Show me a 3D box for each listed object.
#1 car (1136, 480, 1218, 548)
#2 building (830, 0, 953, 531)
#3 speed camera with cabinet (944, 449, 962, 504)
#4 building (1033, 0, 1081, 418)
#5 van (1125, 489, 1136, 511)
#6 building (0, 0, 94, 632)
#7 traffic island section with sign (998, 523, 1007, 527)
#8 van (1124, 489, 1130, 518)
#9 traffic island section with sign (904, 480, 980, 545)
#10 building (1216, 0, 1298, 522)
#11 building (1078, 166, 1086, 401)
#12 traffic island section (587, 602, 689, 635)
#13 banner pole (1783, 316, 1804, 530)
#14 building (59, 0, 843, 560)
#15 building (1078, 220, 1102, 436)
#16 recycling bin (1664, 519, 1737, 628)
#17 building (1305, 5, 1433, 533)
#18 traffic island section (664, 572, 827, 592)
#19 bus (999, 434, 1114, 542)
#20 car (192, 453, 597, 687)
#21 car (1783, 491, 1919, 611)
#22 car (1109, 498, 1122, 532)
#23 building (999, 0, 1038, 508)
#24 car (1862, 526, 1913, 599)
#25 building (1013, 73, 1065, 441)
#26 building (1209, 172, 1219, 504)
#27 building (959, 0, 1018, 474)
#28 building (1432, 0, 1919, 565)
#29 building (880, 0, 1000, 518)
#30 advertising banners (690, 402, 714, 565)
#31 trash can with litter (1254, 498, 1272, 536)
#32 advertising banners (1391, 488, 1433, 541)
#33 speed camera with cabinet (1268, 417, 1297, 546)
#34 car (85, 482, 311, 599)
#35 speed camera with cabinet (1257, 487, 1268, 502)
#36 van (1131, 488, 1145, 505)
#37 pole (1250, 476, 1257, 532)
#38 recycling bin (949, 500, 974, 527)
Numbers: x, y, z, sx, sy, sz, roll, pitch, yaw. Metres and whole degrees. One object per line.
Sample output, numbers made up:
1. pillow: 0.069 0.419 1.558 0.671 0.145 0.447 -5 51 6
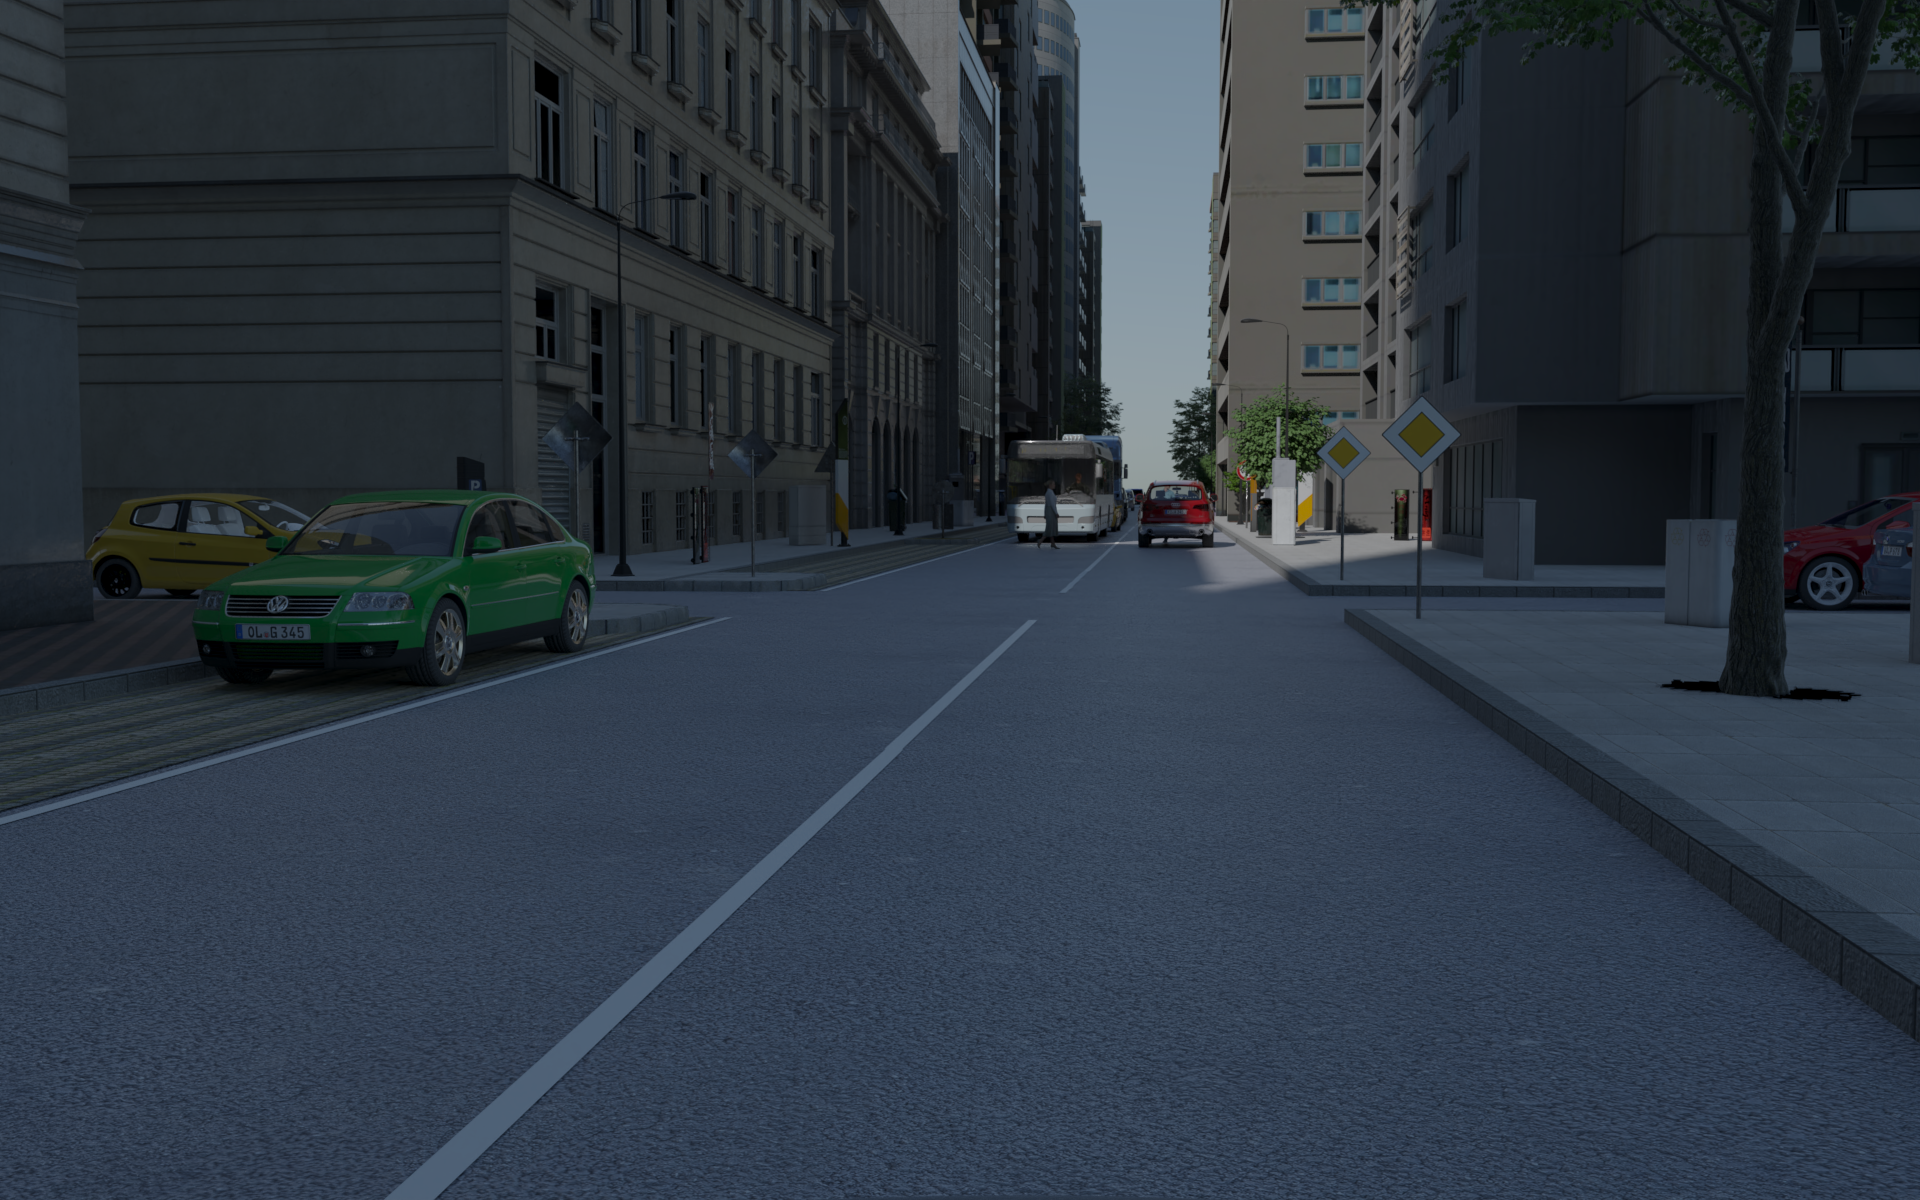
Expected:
1. car: 5.976 -2.393 47.797 2.281 1.827 5.304 0 4 8
2. building: -8.364 -14.007 70.810 13.314 21.916 24.055 0 4 7
3. speed camera with cabinet: -0.336 -5.020 76.415 0.660 3.252 2.038 0 4 -7
4. building: 2.599 -40.324 201.288 21.231 58.520 28.212 0 4 7
5. van: 14.116 -8.655 148.526 2.013 2.044 4.112 0 4 7
6. building: -18.193 -10.042 13.338 18.267 20.994 9.793 0 4 7
7. traffic island section with sign: 2.764 -4.141 76.335 1.989 1.847 2.006 0 4 7
8. van: 9.289 -5.968 104.590 2.013 2.044 4.112 0 4 7
9. traffic island section with sign: -0.476 -2.504 49.574 1.989 1.847 2.006 0 4 7
10. building: 24.187 -28.373 87.601 21.300 48.544 21.600 0 4 7
11. building: 5.261 -37.379 230.748 23.786 49.044 30.456 0 4 7
12. traffic island section: -4.187 0.206 18.916 2.009 0.180 2.903 0 4 7
13. banner pole: 11.774 -2.120 24.681 0.401 3.779 0.863 0 4 -5
14. building: -13.163 -12.897 44.154 16.112 22.955 30.059 0 4 7
15. building: 13.354 -34.789 252.402 14.154 41.232 14.086 0 4 7
16. recycling bin: 7.428 -0.269 16.951 0.722 1.027 0.722 -1 4 -19
17. building: 23.051 -37.892 57.785 20.563 71.187 20.611 0 4 7
18. traffic island section: -3.227 -0.279 26.843 2.009 0.180 2.903 0 4 7
19. bus: 3.334 -3.689 55.180 2.948 3.499 13.247 0 4 7
20. car: -4.480 -0.338 14.327 1.959 1.807 4.718 0 4 7
21. car: 12.036 -0.784 21.862 4.494 1.783 2.155 0 4 7
22. car: 5.278 -3.460 66.795 2.015 1.641 3.980 1 4 9
23. building: -7.659 -33.992 145.015 28.713 52.752 27.495 0 4 7
24. car: 12.689 -0.457 19.468 4.499 1.417 2.014 0 4 6
25. building: 2.543 -29.446 165.039 14.154 41.232 14.086 0 4 7
26. building: 39.150 -32.908 221.638 14.154 41.232 14.086 0 4 7
27. building: -7.747 -28.276 116.937 22.147 44.769 28.867 0 4 7
28. building: 16.371 -21.346 32.597 14.086 41.232 14.154 0 4 7
29. building: -4.856 -16.790 92.542 12.078 24.808 19.932 0 4 7
30. advertising banners: -4.787 -2.212 32.360 0.090 3.025 2.074 0 4 3
31. trash can with litter: 9.374 -2.576 53.503 0.624 1.170 1.055 0 4 6
32. advertising banners: 12.626 -3.106 46.977 0.090 3.025 2.074 -3 5 -43
33. speed camera with cabinet: 8.235 -3.031 43.885 0.660 3.252 2.038 1 4 11
34. car: -9.798 -0.827 23.747 3.980 1.641 2.015 0 4 6
35. speed camera with cabinet: 11.290 -4.225 63.414 0.660 3.252 2.038 -1 4 -8
36. van: 18.934 -11.175 187.099 2.240 2.365 5.245 0 4 8
37. pole: 9.867 -3.935 58.175 0.158 3.312 0.155 0 3 0
38. recycling bin: 0.061 -3.442 68.835 0.722 1.027 0.722 3 5 40
